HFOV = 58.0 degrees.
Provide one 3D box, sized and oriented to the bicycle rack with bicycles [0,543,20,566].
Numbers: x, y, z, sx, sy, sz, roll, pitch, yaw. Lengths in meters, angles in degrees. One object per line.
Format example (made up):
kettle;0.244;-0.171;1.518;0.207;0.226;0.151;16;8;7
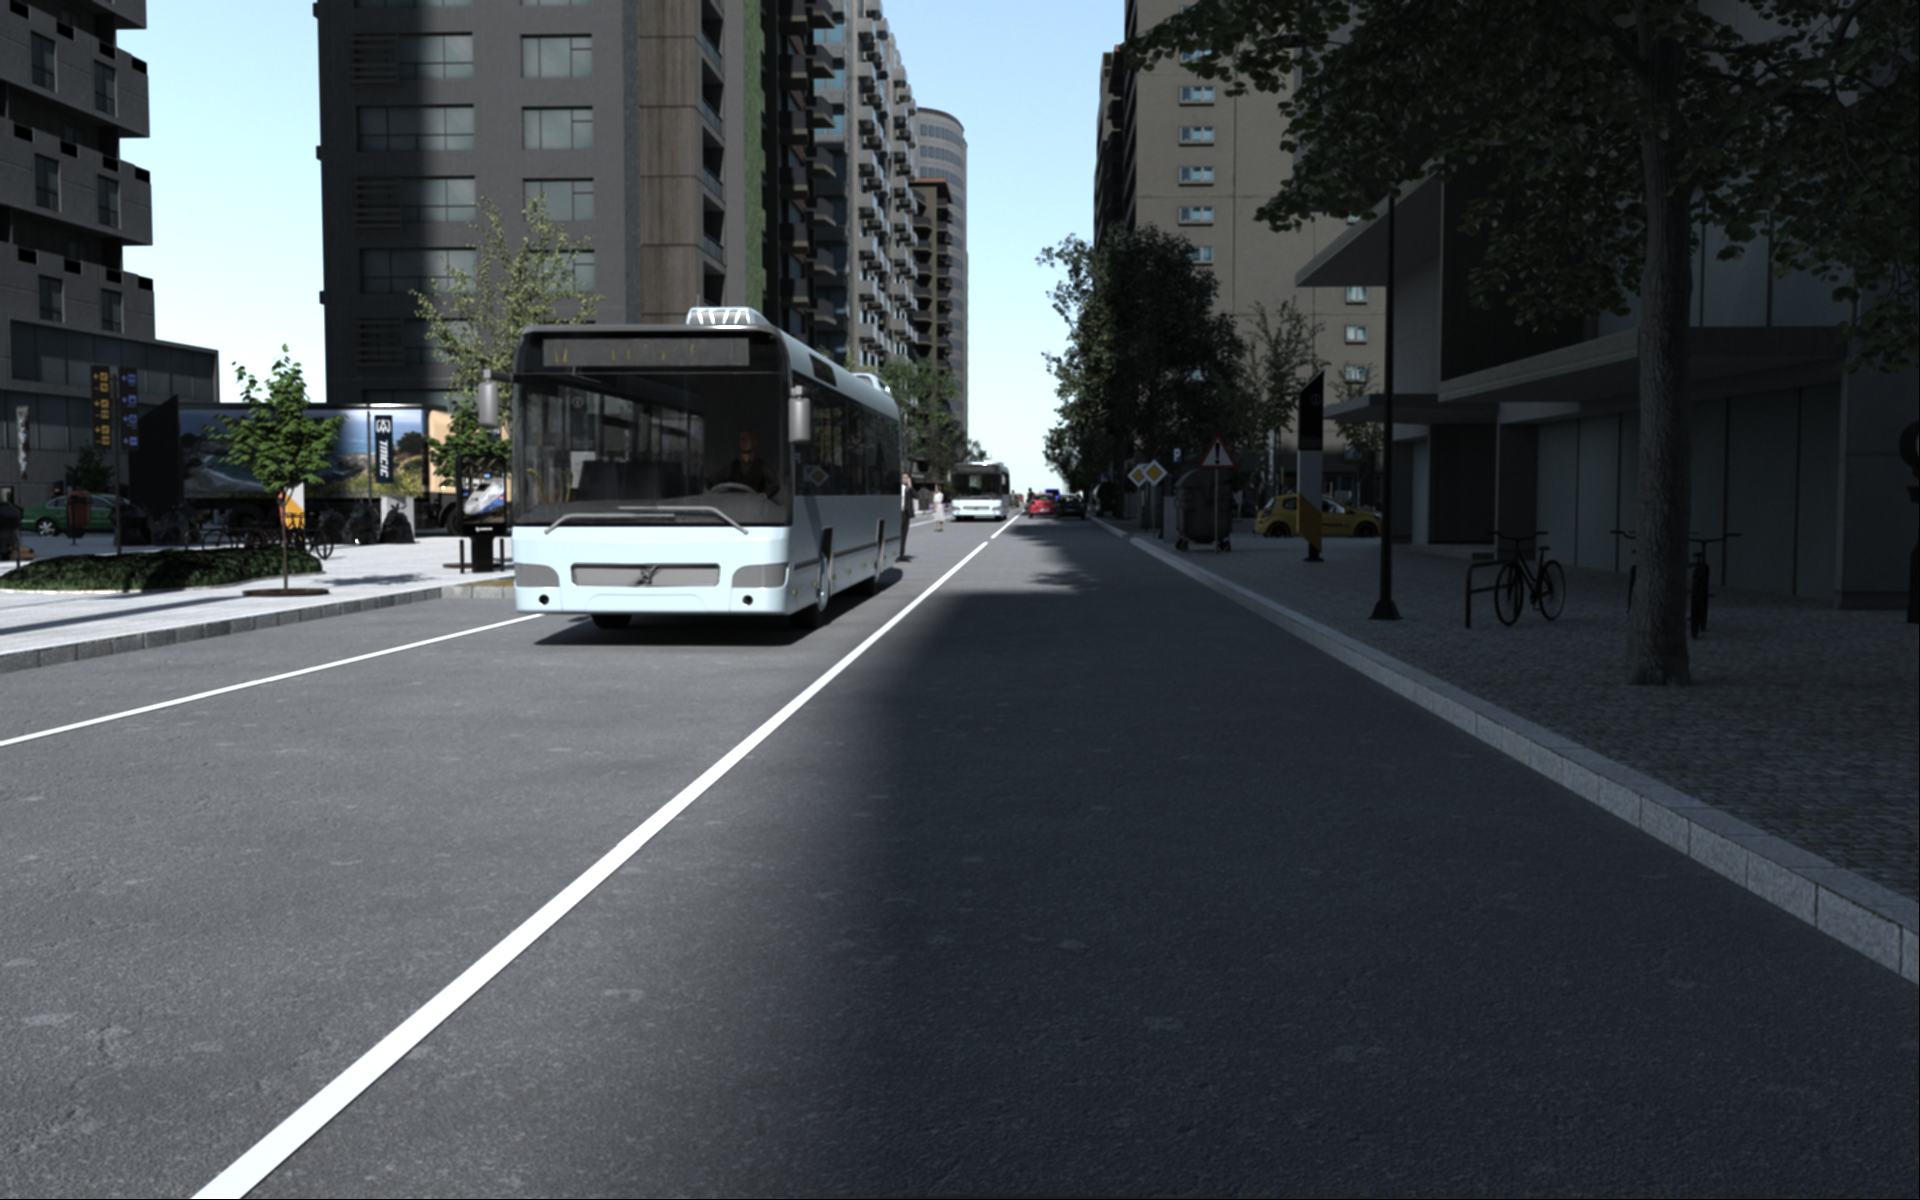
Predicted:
bicycle rack with bicycles;-17.407;-0.958;29.039;2.852;0.926;2.925;2;4;31

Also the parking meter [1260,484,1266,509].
parking meter;17.988;-5.925;102.587;0.255;1.863;0.399;-1;4;-22

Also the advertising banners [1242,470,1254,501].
advertising banners;20.768;-8.028;127.449;2.074;3.025;0.090;0;4;-6

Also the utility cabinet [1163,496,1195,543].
utility cabinet;5.891;-2.111;45.672;1.020;1.237;0.306;1;4;14

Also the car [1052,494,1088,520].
car;6.129;-5.302;96.474;2.009;1.686;4.222;0;4;3

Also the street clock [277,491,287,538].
street clock;-19.730;-2.811;50.537;0.358;2.002;0.471;1;4;10

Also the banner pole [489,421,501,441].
banner pole;-13.324;-3.619;49.185;0.401;3.779;0.863;3;4;36

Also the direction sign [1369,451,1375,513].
direction sign;21.759;-6.085;91.487;0.379;3.537;0.876;0;4;-6

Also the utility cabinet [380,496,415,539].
utility cabinet;-16.062;-2.344;49.486;0.306;1.237;1.020;2;4;28

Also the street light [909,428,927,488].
street light;-2.980;-9.091;121.183;1.470;5.913;1.316;0;4;3

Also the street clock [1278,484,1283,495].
street clock;22.462;-7.147;121.431;0.358;2.002;0.471;0;4;3

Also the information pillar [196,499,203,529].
information pillar;-26.675;-4.240;60.681;0.183;3.616;0.504;-1;4;-9

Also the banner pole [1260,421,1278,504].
banner pole;10.634;-4.212;58.888;0.401;3.779;0.863;2;4;31

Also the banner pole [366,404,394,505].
banner pole;-16.196;-3.560;48.227;0.863;3.779;0.401;-1;4;-16

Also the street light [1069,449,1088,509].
street light;10.032;-10.544;144.928;1.470;5.913;1.316;0;4;3

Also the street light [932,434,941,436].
street light;-2.217;-9.932;134.922;1.470;5.913;1.316;0;4;3

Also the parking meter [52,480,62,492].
parking meter;-38.373;-4.159;73.703;0.399;1.863;0.255;0;4;-6

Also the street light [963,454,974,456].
street light;0.863;-13.846;198.917;1.470;5.913;1.316;0;4;3

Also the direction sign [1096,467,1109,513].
direction sign;8.956;-7.140;108.741;0.876;3.537;0.379;-2;4;-25

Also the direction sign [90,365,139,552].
direction sign;-15.012;-2.375;30.832;0.379;3.537;0.876;2;4;30

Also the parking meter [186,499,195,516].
parking meter;-35.864;-4.424;80.737;0.372;1.533;0.369;0;3;0

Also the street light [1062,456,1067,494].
street light;11.473;-12.518;177.208;1.470;5.913;1.316;0;4;3

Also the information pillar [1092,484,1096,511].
information pillar;9.986;-7.628;129.202;0.304;2.012;0.304;0;4;1

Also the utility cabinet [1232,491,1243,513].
utility cabinet;18.295;-6.525;115.355;1.173;1.500;0.318;-2;4;-35

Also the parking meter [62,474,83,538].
parking meter;-25.767;-2.732;50.381;0.399;1.863;0.255;1;4;20

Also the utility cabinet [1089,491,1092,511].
utility cabinet;9.929;-7.460;130.655;0.318;1.500;1.173;0;4;-1

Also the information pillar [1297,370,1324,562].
information pillar;6.655;-2.538;32.859;0.504;3.616;0.183;-1;4;-12

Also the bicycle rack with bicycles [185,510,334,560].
bicycle rack with bicycles;-13.323;-1.220;33.334;2.852;0.926;2.925;2;4;32

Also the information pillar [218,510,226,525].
information pillar;-30.184;-4.057;70.816;0.304;2.012;0.304;-2;4;-25

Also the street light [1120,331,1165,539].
street light;5.262;-4.700;49.382;1.470;5.913;1.316;0;4;3

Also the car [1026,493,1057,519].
car;4.985;-5.738;102.851;2.155;1.783;4.494;0;4;2

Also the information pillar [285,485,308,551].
information pillar;-14.776;-2.878;38.416;0.183;3.616;0.504;2;4;31

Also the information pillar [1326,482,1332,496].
information pillar;22.725;-6.251;106.695;0.304;2.012;0.304;2;4;31

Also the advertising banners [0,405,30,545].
advertising banners;-19.197;-2.366;34.867;2.074;3.025;0.090;3;4;37

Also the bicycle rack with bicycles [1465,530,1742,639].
bicycle rack with bicycles;6.269;-0.214;16.879;2.852;0.926;2.925;2;4;33

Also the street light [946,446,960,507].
street light;-0.723;-11.870;166.612;1.470;5.913;1.316;0;4;3

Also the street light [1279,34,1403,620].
street light;3.831;-2.759;17.647;1.470;5.913;1.316;0;4;3

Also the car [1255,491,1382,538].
car;10.954;-2.582;52.439;3.980;1.641;2.015;0;4;3

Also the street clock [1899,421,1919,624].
street clock;9.532;-0.767;17.103;0.471;2.002;0.358;-1;4;-11

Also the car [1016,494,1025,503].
car;9.732;-17.163;289.646;2.155;1.783;4.494;0;4;3

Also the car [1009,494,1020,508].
car;5.397;-10.615;185.359;2.131;1.459;4.920;0;4;4

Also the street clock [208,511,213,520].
street clock;-37.337;-4.988;86.126;0.358;2.002;0.471;2;4;32

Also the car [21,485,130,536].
car;-27.411;-2.849;55.373;4.718;1.807;1.959;0;4;2
